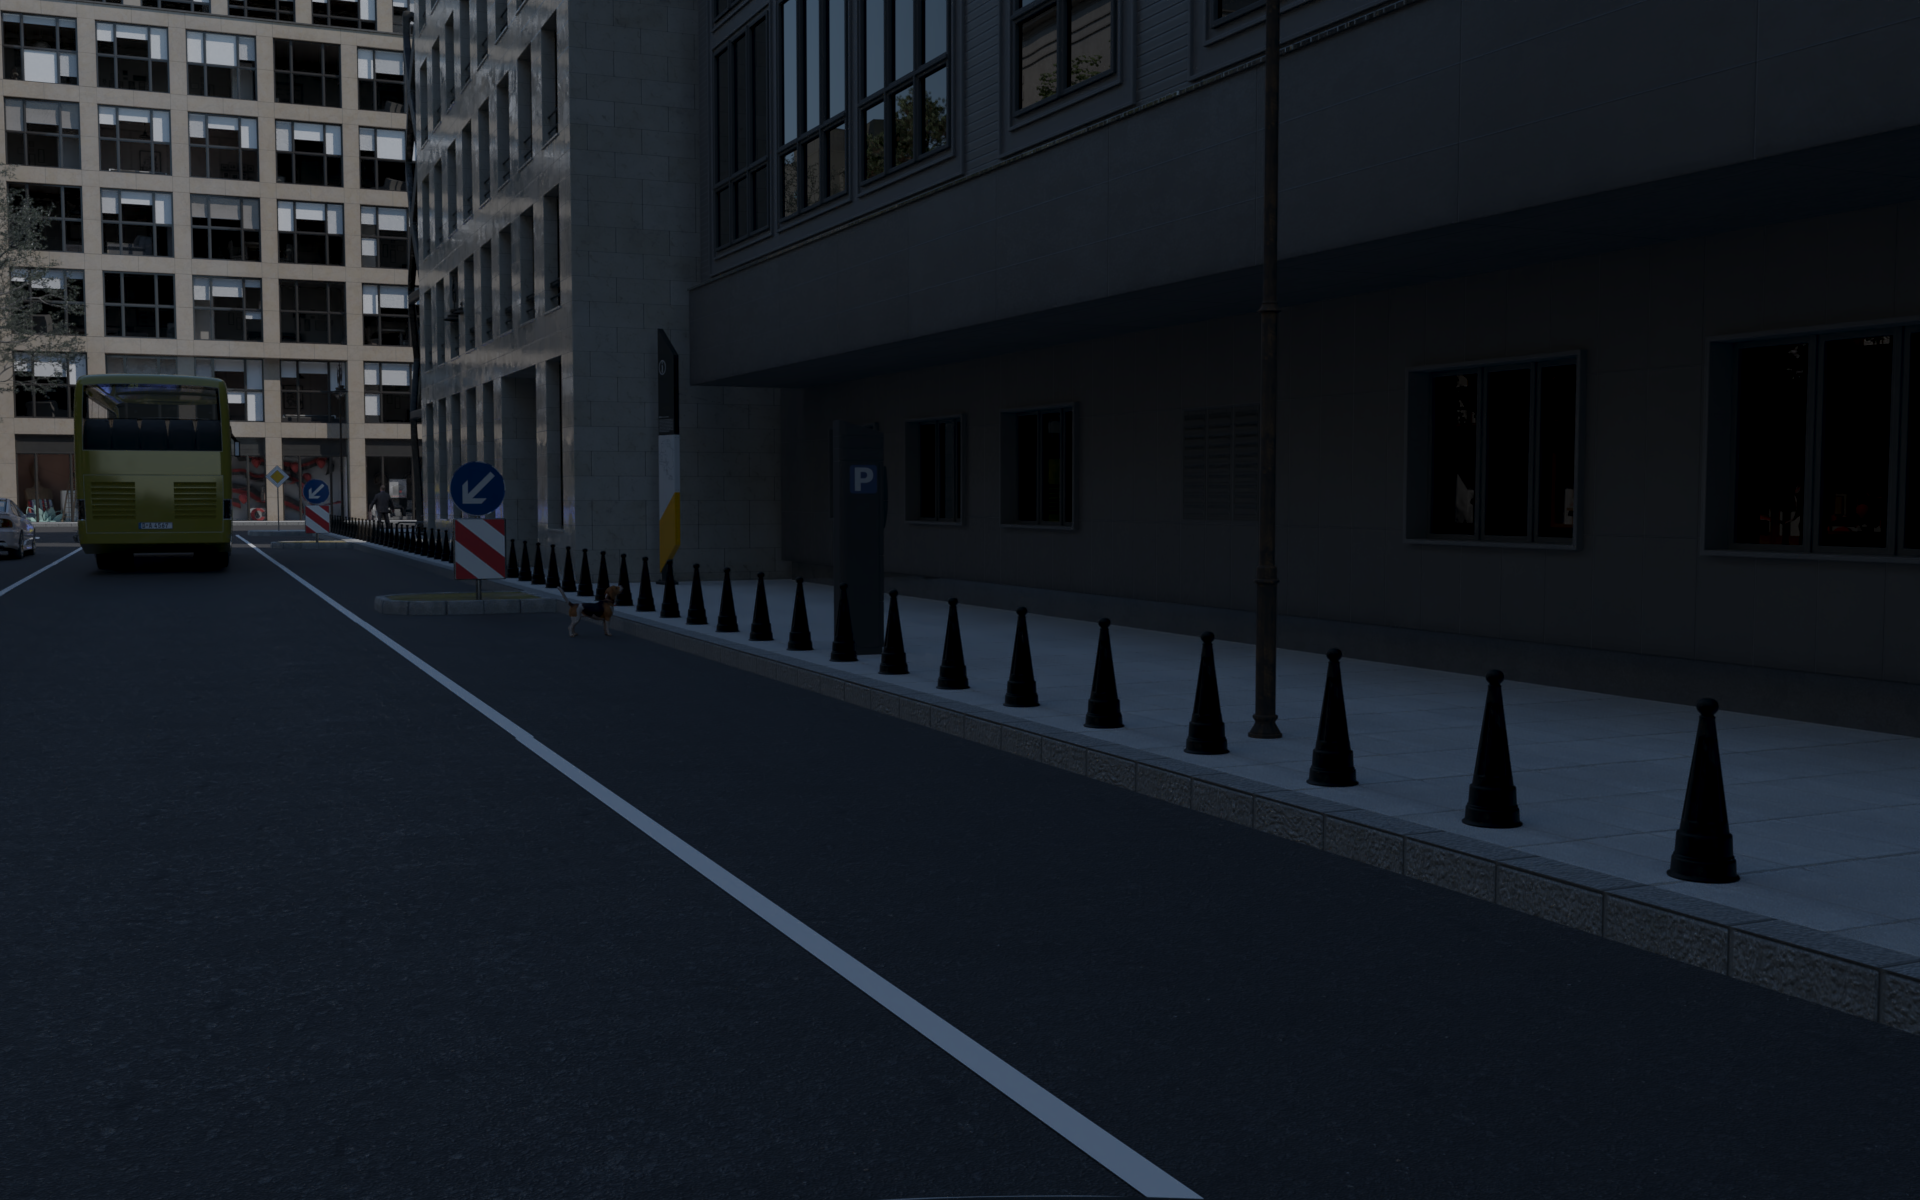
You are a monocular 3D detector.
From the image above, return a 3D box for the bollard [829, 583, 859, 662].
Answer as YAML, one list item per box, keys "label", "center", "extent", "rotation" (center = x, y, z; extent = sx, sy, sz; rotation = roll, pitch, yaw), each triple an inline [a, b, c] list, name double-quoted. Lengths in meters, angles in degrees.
- label: "bollard"
  center: [-0.893, 0.167, 13.306]
  extent: [0.229, 0.601, 0.229]
  rotation: [0, 3, 0]

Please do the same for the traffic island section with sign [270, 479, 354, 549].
- label: "traffic island section with sign"
  center: [-17.292, -2.292, 46.108]
  extent: [1.989, 1.847, 2.006]
  rotation: [-2, 4, -24]

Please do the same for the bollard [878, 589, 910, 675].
- label: "bollard"
  center: [-0.473, 0.225, 12.369]
  extent: [0.229, 0.601, 0.229]
  rotation: [0, 3, 0]

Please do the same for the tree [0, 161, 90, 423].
- label: "tree"
  center: [-31.055, -8.426, 50.600]
  extent: [12.009, 13.543, 11.850]
  rotation: [0, 3, 0]

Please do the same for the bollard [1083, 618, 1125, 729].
- label: "bollard"
  center: [0.795, 0.397, 9.551]
  extent: [0.229, 0.601, 0.229]
  rotation: [0, 3, 0]

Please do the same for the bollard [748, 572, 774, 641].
- label: "bollard"
  center: [-1.744, 0.053, 15.182]
  extent: [0.229, 0.601, 0.229]
  rotation: [0, 3, 0]

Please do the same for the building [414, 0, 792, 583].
- label: "building"
  center: [-4.206, -10.957, 33.906]
  extent: [10.420, 20.320, 16.860]
  rotation: [-2, 4, -24]

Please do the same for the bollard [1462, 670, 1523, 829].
- label: "bollard"
  center: [2.073, 0.570, 6.728]
  extent: [0.229, 0.601, 0.229]
  rotation: [0, 3, 0]

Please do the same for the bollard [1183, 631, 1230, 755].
- label: "bollard"
  center: [1.227, 0.455, 8.600]
  extent: [0.229, 0.601, 0.229]
  rotation: [0, 3, 0]

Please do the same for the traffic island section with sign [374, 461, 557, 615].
- label: "traffic island section with sign"
  center: [-6.210, -0.789, 21.527]
  extent: [1.989, 1.847, 2.006]
  rotation: [-2, 4, -24]

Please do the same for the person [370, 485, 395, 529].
- label: "person"
  center: [-21.875, -3.454, 65.533]
  extent: [0.990, 1.755, 0.434]
  rotation: [-3, 4, -36]

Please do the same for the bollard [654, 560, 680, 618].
- label: "bollard"
  center: [-3.014, -0.120, 17.997]
  extent: [0.229, 0.601, 0.229]
  rotation: [0, 3, 0]

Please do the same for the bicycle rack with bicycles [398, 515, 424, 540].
- label: "bicycle rack with bicycles"
  center: [-12.605, -1.799, 42.799]
  extent: [2.925, 0.926, 2.852]
  rotation: [3, 4, 37]

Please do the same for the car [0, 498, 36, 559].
- label: "car"
  center: [-22.011, -1.628, 38.972]
  extent: [2.083, 1.381, 4.827]
  rotation: [-1, 4, -23]

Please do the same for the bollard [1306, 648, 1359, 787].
- label: "bollard"
  center: [1.653, 0.512, 7.665]
  extent: [0.229, 0.601, 0.229]
  rotation: [0, 3, 0]

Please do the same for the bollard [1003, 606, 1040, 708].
- label: "bollard"
  center: [0.374, 0.339, 10.496]
  extent: [0.229, 0.601, 0.229]
  rotation: [0, 3, 0]

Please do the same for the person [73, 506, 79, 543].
- label: "person"
  center: [-25.694, -2.590, 50.945]
  extent: [0.850, 1.850, 0.679]
  rotation: [0, 4, 0]

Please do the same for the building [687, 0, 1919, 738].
- label: "building"
  center: [7.221, -13.631, 16.376]
  extent: [14.314, 27.812, 24.014]
  rotation: [-2, 4, -24]

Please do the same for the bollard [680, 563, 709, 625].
- label: "bollard"
  center: [-2.594, -0.062, 17.059]
  extent: [0.229, 0.601, 0.229]
  rotation: [0, 3, 0]

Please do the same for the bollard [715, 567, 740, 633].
- label: "bollard"
  center: [-2.167, -0.005, 16.124]
  extent: [0.229, 0.601, 0.229]
  rotation: [0, 3, 0]

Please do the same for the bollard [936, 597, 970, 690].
- label: "bollard"
  center: [-0.046, 0.282, 11.435]
  extent: [0.229, 0.601, 0.229]
  rotation: [0, 3, 0]

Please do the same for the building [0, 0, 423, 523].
- label: "building"
  center: [-37.869, -17.388, 88.805]
  extent: [34.151, 26.468, 19.350]
  rotation: [-2, 4, -24]

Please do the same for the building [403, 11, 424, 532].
- label: "building"
  center: [-9.337, -11.561, 56.467]
  extent: [16.820, 18.784, 16.811]
  rotation: [-2, 4, -24]

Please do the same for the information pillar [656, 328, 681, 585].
- label: "information pillar"
  center: [-4.099, -2.019, 24.368]
  extent: [0.183, 3.616, 0.504]
  rotation: [-3, 4, -37]

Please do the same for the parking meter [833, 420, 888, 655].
- label: "parking meter"
  center: [-0.797, -0.498, 13.860]
  extent: [0.399, 1.863, 0.255]
  rotation: [-1, 4, -20]

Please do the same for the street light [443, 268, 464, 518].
- label: "street light"
  center: [-9.979, -3.785, 34.672]
  extent: [0.468, 5.910, 1.993]
  rotation: [-2, 4, -24]

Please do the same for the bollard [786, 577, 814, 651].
- label: "bollard"
  center: [-1.317, 0.110, 14.248]
  extent: [0.229, 0.601, 0.229]
  rotation: [0, 3, 0]

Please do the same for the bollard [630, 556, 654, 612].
- label: "bollard"
  center: [-3.439, -0.177, 18.940]
  extent: [0.229, 0.601, 0.229]
  rotation: [0, 3, 0]

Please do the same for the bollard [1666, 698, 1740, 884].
- label: "bollard"
  center: [2.492, 0.627, 5.791]
  extent: [0.229, 0.601, 0.229]
  rotation: [0, 3, 0]

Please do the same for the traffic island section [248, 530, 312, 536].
- label: "traffic island section"
  center: [-23.814, -2.344, 60.604]
  extent: [2.009, 0.180, 2.903]
  rotation: [-2, 4, -24]

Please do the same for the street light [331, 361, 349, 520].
- label: "street light"
  center: [-21.609, -5.363, 60.472]
  extent: [0.468, 5.910, 1.993]
  rotation: [-2, 4, -24]

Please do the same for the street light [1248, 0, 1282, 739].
- label: "street light"
  center: [1.613, -2.213, 8.976]
  extent: [0.468, 5.910, 1.993]
  rotation: [-2, 4, -24]

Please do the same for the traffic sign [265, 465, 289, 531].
- label: "traffic sign"
  center: [-23.833, -3.479, 60.518]
  extent: [0.795, 2.450, 0.064]
  rotation: [-2, 4, -24]

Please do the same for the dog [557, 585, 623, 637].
- label: "dog"
  center: [-3.727, 0.110, 17.497]
  extent: [0.406, 0.507, 0.540]
  rotation: [2, 4, 33]
